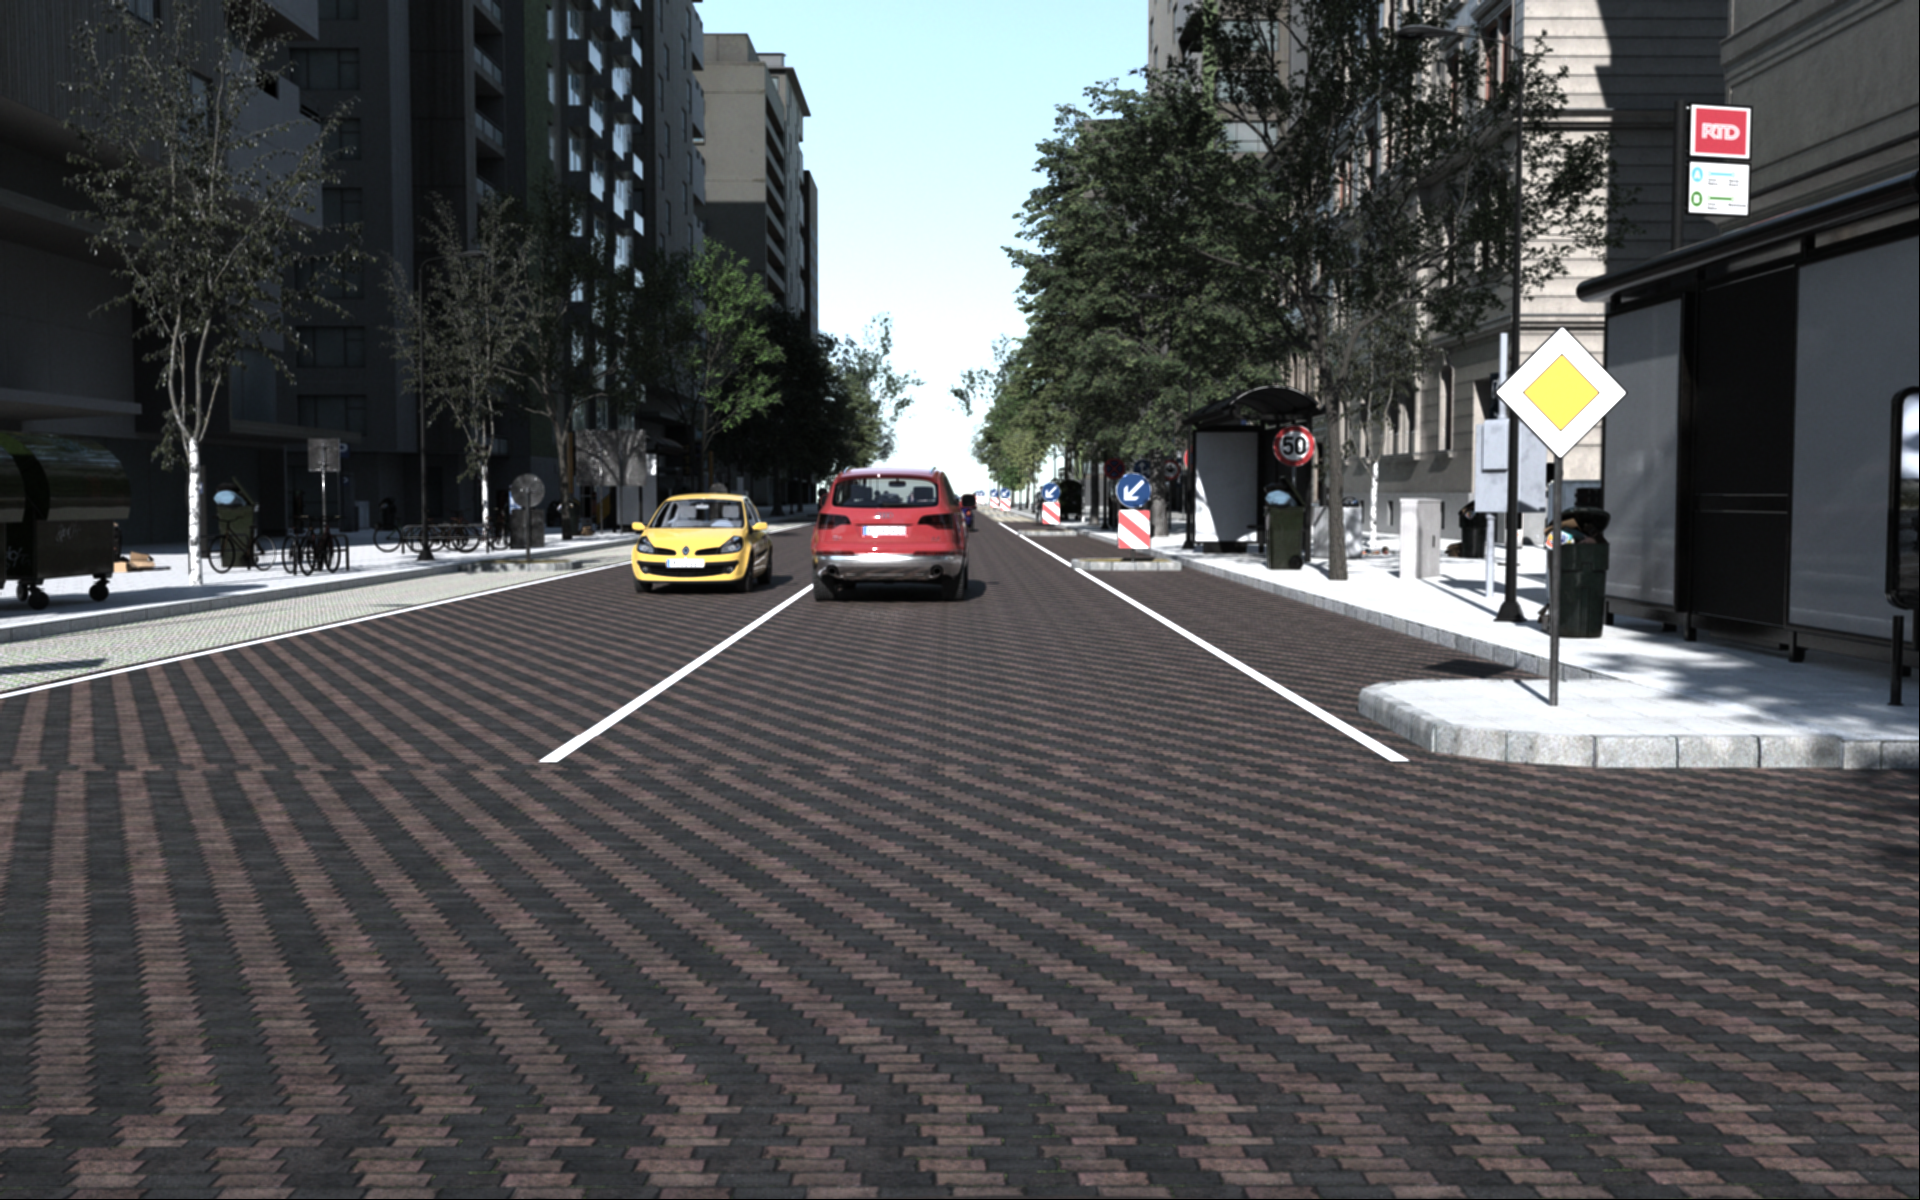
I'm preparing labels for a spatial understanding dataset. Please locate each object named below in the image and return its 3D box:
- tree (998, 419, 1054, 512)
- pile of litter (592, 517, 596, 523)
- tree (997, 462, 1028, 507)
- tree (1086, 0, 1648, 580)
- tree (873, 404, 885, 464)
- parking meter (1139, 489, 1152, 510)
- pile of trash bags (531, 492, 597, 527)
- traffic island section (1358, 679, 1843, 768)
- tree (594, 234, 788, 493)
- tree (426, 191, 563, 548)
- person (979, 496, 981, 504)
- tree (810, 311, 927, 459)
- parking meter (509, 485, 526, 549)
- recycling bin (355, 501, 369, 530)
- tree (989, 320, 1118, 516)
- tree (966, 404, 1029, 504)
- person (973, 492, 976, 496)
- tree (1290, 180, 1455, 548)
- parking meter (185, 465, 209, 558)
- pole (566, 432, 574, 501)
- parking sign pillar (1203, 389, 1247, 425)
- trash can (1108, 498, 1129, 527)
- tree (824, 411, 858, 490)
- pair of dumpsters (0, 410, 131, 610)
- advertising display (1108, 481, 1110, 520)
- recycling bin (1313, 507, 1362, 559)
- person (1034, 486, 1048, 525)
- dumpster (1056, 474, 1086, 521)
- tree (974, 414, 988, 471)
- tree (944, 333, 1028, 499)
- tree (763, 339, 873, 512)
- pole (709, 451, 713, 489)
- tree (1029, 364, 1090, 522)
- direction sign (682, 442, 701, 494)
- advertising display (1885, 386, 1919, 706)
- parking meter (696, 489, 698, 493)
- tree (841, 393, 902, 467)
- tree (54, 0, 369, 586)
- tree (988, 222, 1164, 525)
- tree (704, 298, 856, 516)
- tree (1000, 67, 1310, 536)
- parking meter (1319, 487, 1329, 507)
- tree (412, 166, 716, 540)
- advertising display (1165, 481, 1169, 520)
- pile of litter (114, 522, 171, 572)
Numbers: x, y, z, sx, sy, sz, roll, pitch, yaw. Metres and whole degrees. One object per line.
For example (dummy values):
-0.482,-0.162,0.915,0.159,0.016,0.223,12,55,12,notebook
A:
5.675,-11.986,146.331,4.737,8.622,4.395,0,3,0,tree
-15.713,-3.783,75.825,1.719,0.858,1.176,1,4,22,pile of litter
5.436,-11.575,172.963,4.285,4.588,4.351,0,3,0,tree
5.769,-5.596,25.905,8.767,10.594,7.601,1,4,15,tree
-10.523,-14.922,162.093,7.486,12.596,7.792,0,3,0,tree
5.394,-2.573,50.484,0.372,1.533,0.369,0,3,0,parking meter
-15.659,-3.545,67.713,3.447,1.369,1.912,0,4,8,pile of trash bags
3.617,0.720,10.512,2.009,0.180,2.903,0,4,0,traffic island section
-10.770,-8.869,70.771,9.928,11.665,9.643,0,3,0,tree
-11.606,-5.559,41.255,4.360,8.622,3.978,0,3,0,tree
2.603,-13.490,232.277,0.599,1.433,0.991,1,4,20,person
-9.821,-19.747,178.745,12.611,20.169,13.585,0,3,0,tree
-10.302,-1.952,40.327,0.372,1.533,0.369,0,3,0,parking meter
-21.896,-3.069,62.728,0.722,1.027,0.722,1,4,10,recycling bin
6.235,-10.616,99.333,9.928,11.665,9.643,0,3,0,tree
5.176,-19.510,229.361,12.009,13.543,11.850,0,3,0,tree
1.951,-13.495,229.958,1.217,1.723,0.721,1,4,17,person
9.876,-5.563,41.316,4.360,8.622,3.978,0,3,0,tree
-15.211,-1.762,34.513,0.399,1.863,0.255,-1,4,-23,parking meter
-12.882,-3.876,57.223,0.158,3.312,0.155,0,3,0,pole
6.878,-3.476,45.298,1.447,3.967,1.447,-3,5,-40,parking sign pillar
6.073,-3.401,67.256,0.748,1.137,0.748,0,3,0,trash can
-10.741,-11.955,145.826,4.360,8.622,3.978,0,3,0,tree
-10.686,-0.987,18.628,1.574,2.255,4.437,0,4,0,pair of dumpsters
7.720,-4.864,84.743,0.974,1.923,0.123,0,4,1,advertising display
7.521,-1.342,34.494,0.722,1.027,0.722,-1,4,-18,recycling bin
3.775,-4.421,80.885,0.635,1.810,0.391,-1,4,-13,person
5.291,-4.979,83.900,1.502,2.255,1.985,0,4,0,dumpster
5.274,-16.349,185.437,7.486,12.596,7.792,0,3,0,tree
4.330,-21.440,206.436,12.611,20.169,13.585,0,3,0,tree
-11.083,-12.604,124.198,7.486,12.596,7.792,0,3,0,tree
-11.833,-5.413,82.339,0.158,3.312,0.155,0,3,0,pole
5.536,-7.916,79.793,4.360,8.622,3.978,0,3,0,tree
-11.644,-5.103,75.438,0.876,3.537,0.379,-1,4,-9,direction sign
6.096,-0.315,10.368,0.974,1.923,0.123,1,4,14,advertising display
-12.259,-4.477,81.618,0.372,1.533,0.369,0,3,0,parking meter
-11.282,-17.978,204.314,12.009,13.543,11.850,0,3,0,tree
-10.586,-4.518,24.234,4.360,8.622,3.978,0,3,0,tree
5.411,-9.373,71.367,7.486,12.596,7.792,0,3,0,tree
-10.827,-11.264,101.180,9.611,12.733,9.660,0,3,0,tree
6.108,-8.910,52.337,9.857,13.997,8.962,0,3,0,tree
12.408,-3.088,58.899,0.372,1.533,0.369,0,3,0,parking meter
-11.123,-6.997,48.807,8.767,10.594,7.601,-1,4,-14,tree
10.035,-4.869,84.827,0.123,1.923,0.974,3,4,37,advertising display
-13.989,-0.909,28.829,1.719,0.858,1.176,-3,5,-43,pile of litter
